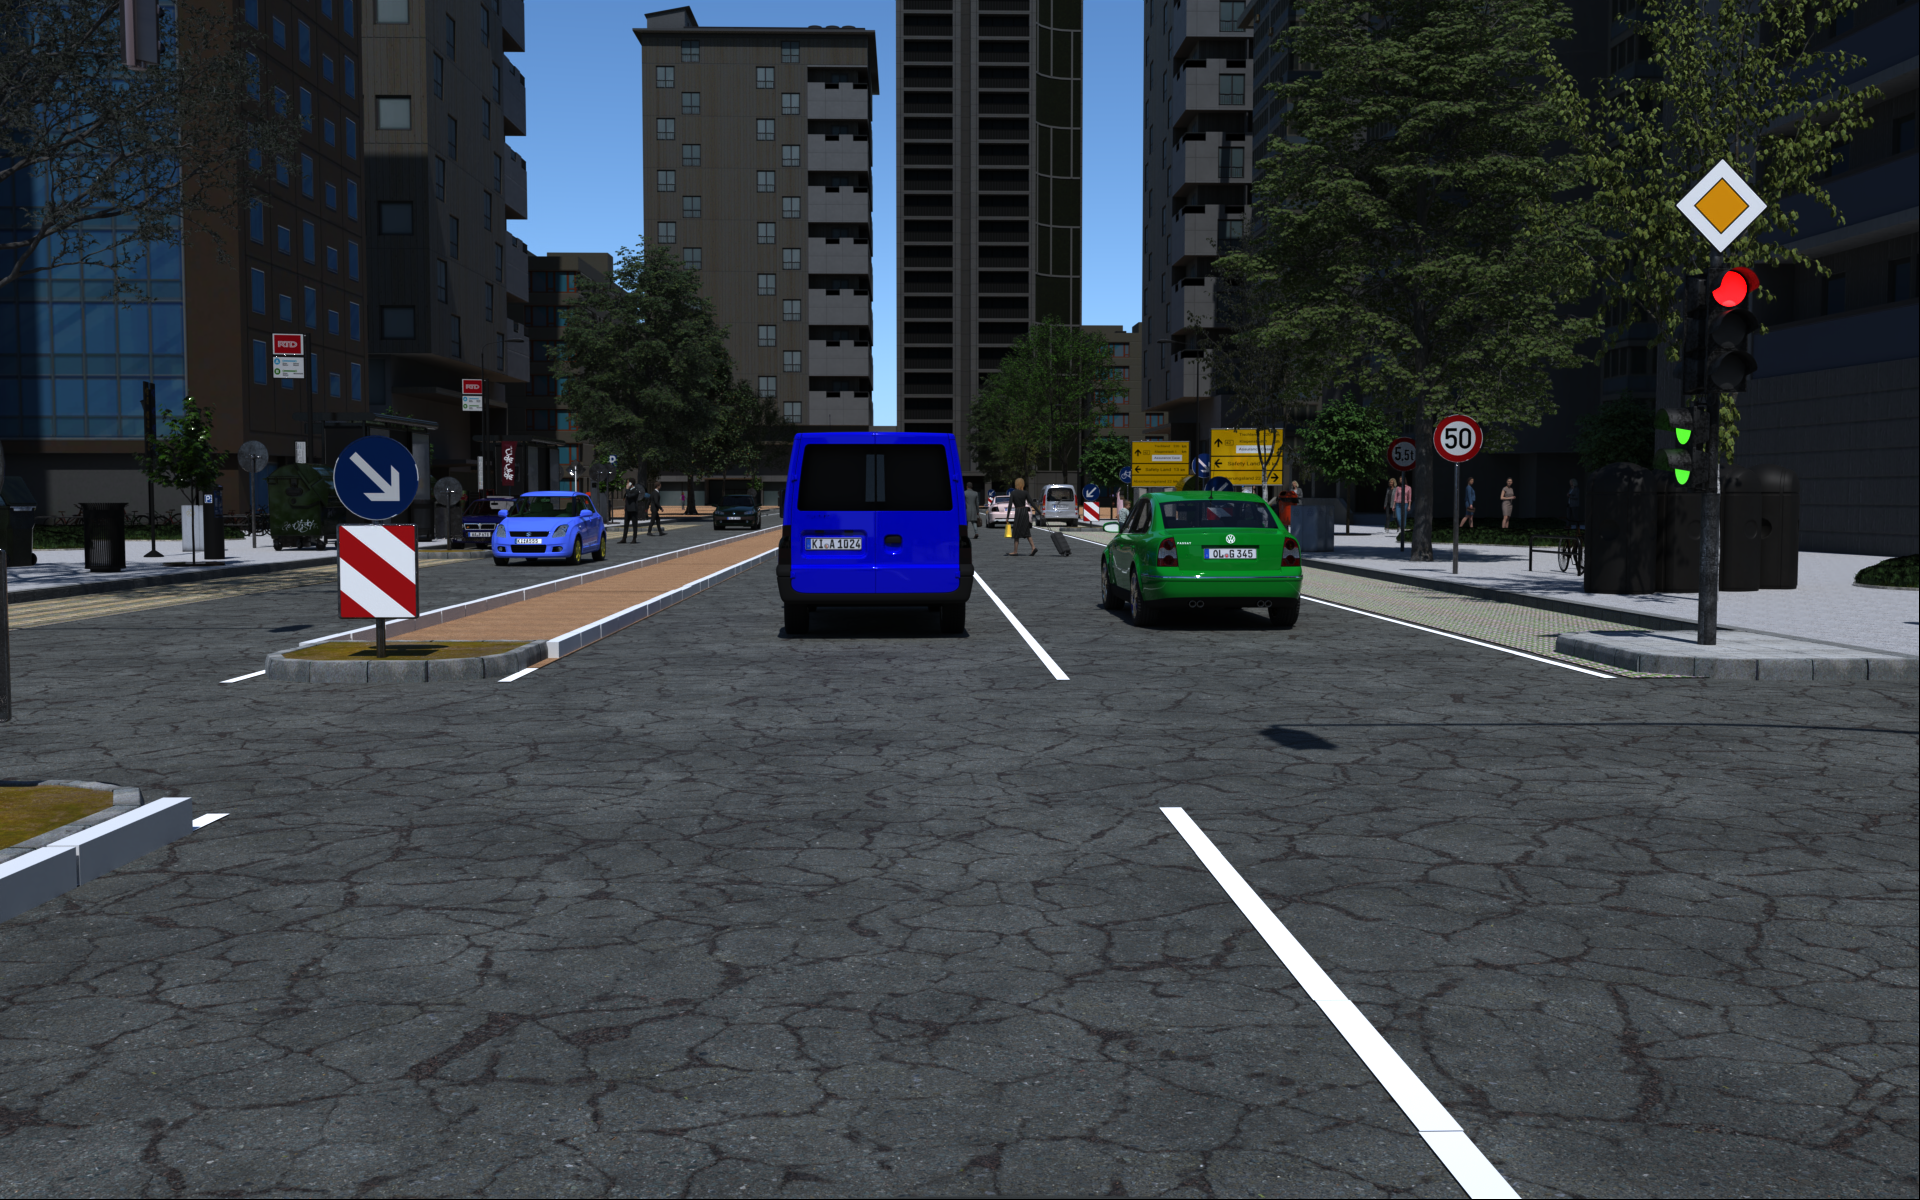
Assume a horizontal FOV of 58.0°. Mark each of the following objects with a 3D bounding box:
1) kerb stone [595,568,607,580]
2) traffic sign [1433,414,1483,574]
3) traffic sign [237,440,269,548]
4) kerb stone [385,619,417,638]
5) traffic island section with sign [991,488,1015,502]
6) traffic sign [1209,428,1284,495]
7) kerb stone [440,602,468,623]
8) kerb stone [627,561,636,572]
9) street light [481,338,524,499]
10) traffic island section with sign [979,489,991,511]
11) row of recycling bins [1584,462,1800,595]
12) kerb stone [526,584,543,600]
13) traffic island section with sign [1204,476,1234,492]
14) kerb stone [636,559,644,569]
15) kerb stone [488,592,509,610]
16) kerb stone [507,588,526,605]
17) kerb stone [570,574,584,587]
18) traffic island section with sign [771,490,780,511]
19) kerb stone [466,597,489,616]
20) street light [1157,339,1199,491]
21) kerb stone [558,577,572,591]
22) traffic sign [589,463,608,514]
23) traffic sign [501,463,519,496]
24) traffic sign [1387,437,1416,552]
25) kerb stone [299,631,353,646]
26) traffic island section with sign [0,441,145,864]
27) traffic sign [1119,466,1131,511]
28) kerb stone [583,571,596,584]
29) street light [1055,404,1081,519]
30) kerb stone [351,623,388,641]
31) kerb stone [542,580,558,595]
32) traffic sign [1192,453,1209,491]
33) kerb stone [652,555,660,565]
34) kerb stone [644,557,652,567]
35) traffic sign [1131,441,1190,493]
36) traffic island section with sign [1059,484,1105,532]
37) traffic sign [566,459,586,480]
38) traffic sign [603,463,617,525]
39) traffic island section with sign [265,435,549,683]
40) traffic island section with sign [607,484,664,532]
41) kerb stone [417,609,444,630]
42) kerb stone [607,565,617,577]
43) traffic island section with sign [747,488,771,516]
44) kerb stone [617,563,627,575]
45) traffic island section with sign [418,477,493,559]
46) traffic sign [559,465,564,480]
[{"bbox_3d":[-6.054,-0.403,28.780,0.120,0.150,1.000,0,4,-2],"label":"kerb stone"},{"bbox_3d":[7.954,-1.690,27.740,0.768,2.556,0.104,0,4,7],"label":"traffic sign"},{"bbox_3d":[-16.752,-2.504,41.047,0.768,2.556,0.104,0,4,5],"label":"traffic sign"},{"bbox_3d":[-5.714,0.288,17.509,0.120,0.150,1.000,0,4,-2],"label":"kerb stone"},{"bbox_3d":[3.316,-6.596,116.478,1.989,1.847,2.006,0,4,-2],"label":"traffic island section with sign"},{"bbox_3d":[8.803,-3.631,53.238,2.265,3.308,0.079,0,4,6],"label":"traffic sign"},{"bbox_3d":[-5.773,0.162,19.552,0.120,0.150,1.000,0,4,-2],"label":"kerb stone"},{"bbox_3d":[-6.150,-0.588,31.853,0.120,0.150,1.000,0,4,-2],"label":"kerb stone"},{"bbox_3d":[-13.700,-4.848,51.799,1.470,5.913,1.316,0,4,-2],"label":"street light"},{"bbox_3d":[2.478,-8.283,144.062,1.989,1.847,2.006,0,4,-2],"label":"traffic island section with sign"},{"bbox_3d":[9.803,-0.972,23.001,3.534,1.692,1.069,-2,4,-26],"label":"row of recycling bins"},{"bbox_3d":[-5.892,-0.089,23.651,0.120,0.150,1.000,0,4,-2],"label":"kerb stone"},{"bbox_3d":[5.647,-1.879,39.357,1.989,1.847,2.006,0,4,-2],"label":"traffic island section with sign"},{"bbox_3d":[-6.181,-0.652,32.875,0.120,0.150,1.000,0,4,-2],"label":"kerb stone"},{"bbox_3d":[-5.839,0.036,21.603,0.120,0.150,1.000,0,4,-2],"label":"kerb stone"},{"bbox_3d":[-5.872,-0.026,22.625,0.120,0.150,1.000,0,4,-2],"label":"kerb stone"},{"bbox_3d":[-6.000,-0.278,26.736,0.120,0.150,1.000,0,4,-2],"label":"kerb stone"},{"bbox_3d":[-14.723,-8.248,143.481,1.989,1.847,2.006,0,4,-2],"label":"traffic island section with sign"},{"bbox_3d":[-5.806,0.102,20.581,0.120,0.150,1.000,0,4,-2],"label":"kerb stone"},{"bbox_3d":[6.605,-4.868,52.139,1.470,5.913,1.316,0,4,-2],"label":"street light"},{"bbox_3d":[-5.961,-0.215,25.707,0.120,0.150,1.000,0,4,-2],"label":"kerb stone"},{"bbox_3d":[-15.007,-4.389,71.859,0.768,2.556,0.104,0,4,0],"label":"traffic sign"},{"bbox_3d":[-14.861,-3.369,57.219,0.606,2.300,0.079,0,4,3],"label":"traffic sign"},{"bbox_3d":[9.880,-2.355,38.609,0.768,2.556,0.104,0,4,3],"label":"traffic sign"},{"bbox_3d":[-5.658,0.414,15.451,0.120,0.150,1.000,0,4,-2],"label":"kerb stone"},{"bbox_3d":[-4.332,0.088,6.697,2.006,1.907,1.989,0,4,-2],"label":"traffic island section with sign"},{"bbox_3d":[7.702,-4.857,79.514,0.768,2.556,0.104,0,4,6],"label":"traffic sign"},{"bbox_3d":[-6.023,-0.340,27.758,0.120,0.150,1.000,0,4,-2],"label":"kerb stone"},{"bbox_3d":[5.588,-7.173,89.812,1.470,5.913,1.316,0,4,-2],"label":"street light"},{"bbox_3d":[-5.682,0.352,16.482,0.120,0.150,1.000,0,4,-2],"label":"kerb stone"},{"bbox_3d":[-5.931,-0.152,24.677,0.120,0.150,1.000,0,4,-2],"label":"kerb stone"},{"bbox_3d":[7.636,-3.309,54.212,0.768,2.556,0.104,0,4,5],"label":"traffic sign"},{"bbox_3d":[-6.241,-0.778,34.927,0.120,0.150,1.000,0,4,-2],"label":"kerb stone"},{"bbox_3d":[-6.207,-0.713,33.905,0.120,0.150,1.000,0,4,-2],"label":"kerb stone"},{"bbox_3d":[7.642,-4.418,66.114,2.265,3.308,0.079,0,4,-1],"label":"traffic sign"},{"bbox_3d":[4.836,-3.527,66.300,1.989,1.847,2.006,0,4,-2],"label":"traffic island section with sign"},{"bbox_3d":[-14.512,-4.016,65.397,0.795,2.593,0.064,0,4,5],"label":"traffic sign"},{"bbox_3d":[-14.667,-4.401,72.055,0.768,2.556,0.104,0,4,3],"label":"traffic sign"},{"bbox_3d":[-4.546,-0.365,14.101,2.006,1.907,1.989,0,4,-2],"label":"traffic island section with sign"},{"bbox_3d":[-12.399,-3.532,66.382,1.989,1.847,2.006,0,4,-2],"label":"traffic island section with sign"},{"bbox_3d":[-5.746,0.227,18.530,0.120,0.150,1.000,0,4,-2],"label":"kerb stone"},{"bbox_3d":[-6.083,-0.465,29.803,0.120,0.150,1.000,0,4,-2],"label":"kerb stone"},{"bbox_3d":[-13.901,-6.565,115.969,1.989,1.847,2.006,0,4,-2],"label":"traffic island section with sign"},{"bbox_3d":[-6.115,-0.525,30.824,0.120,0.150,1.000,0,4,-2],"label":"kerb stone"},{"bbox_3d":[-11.566,-1.848,38.848,1.989,1.847,2.006,0,4,-2],"label":"traffic island section with sign"},{"bbox_3d":[-16.888,-4.412,72.235,0.768,2.556,0.104,0,4,6],"label":"traffic sign"}]
